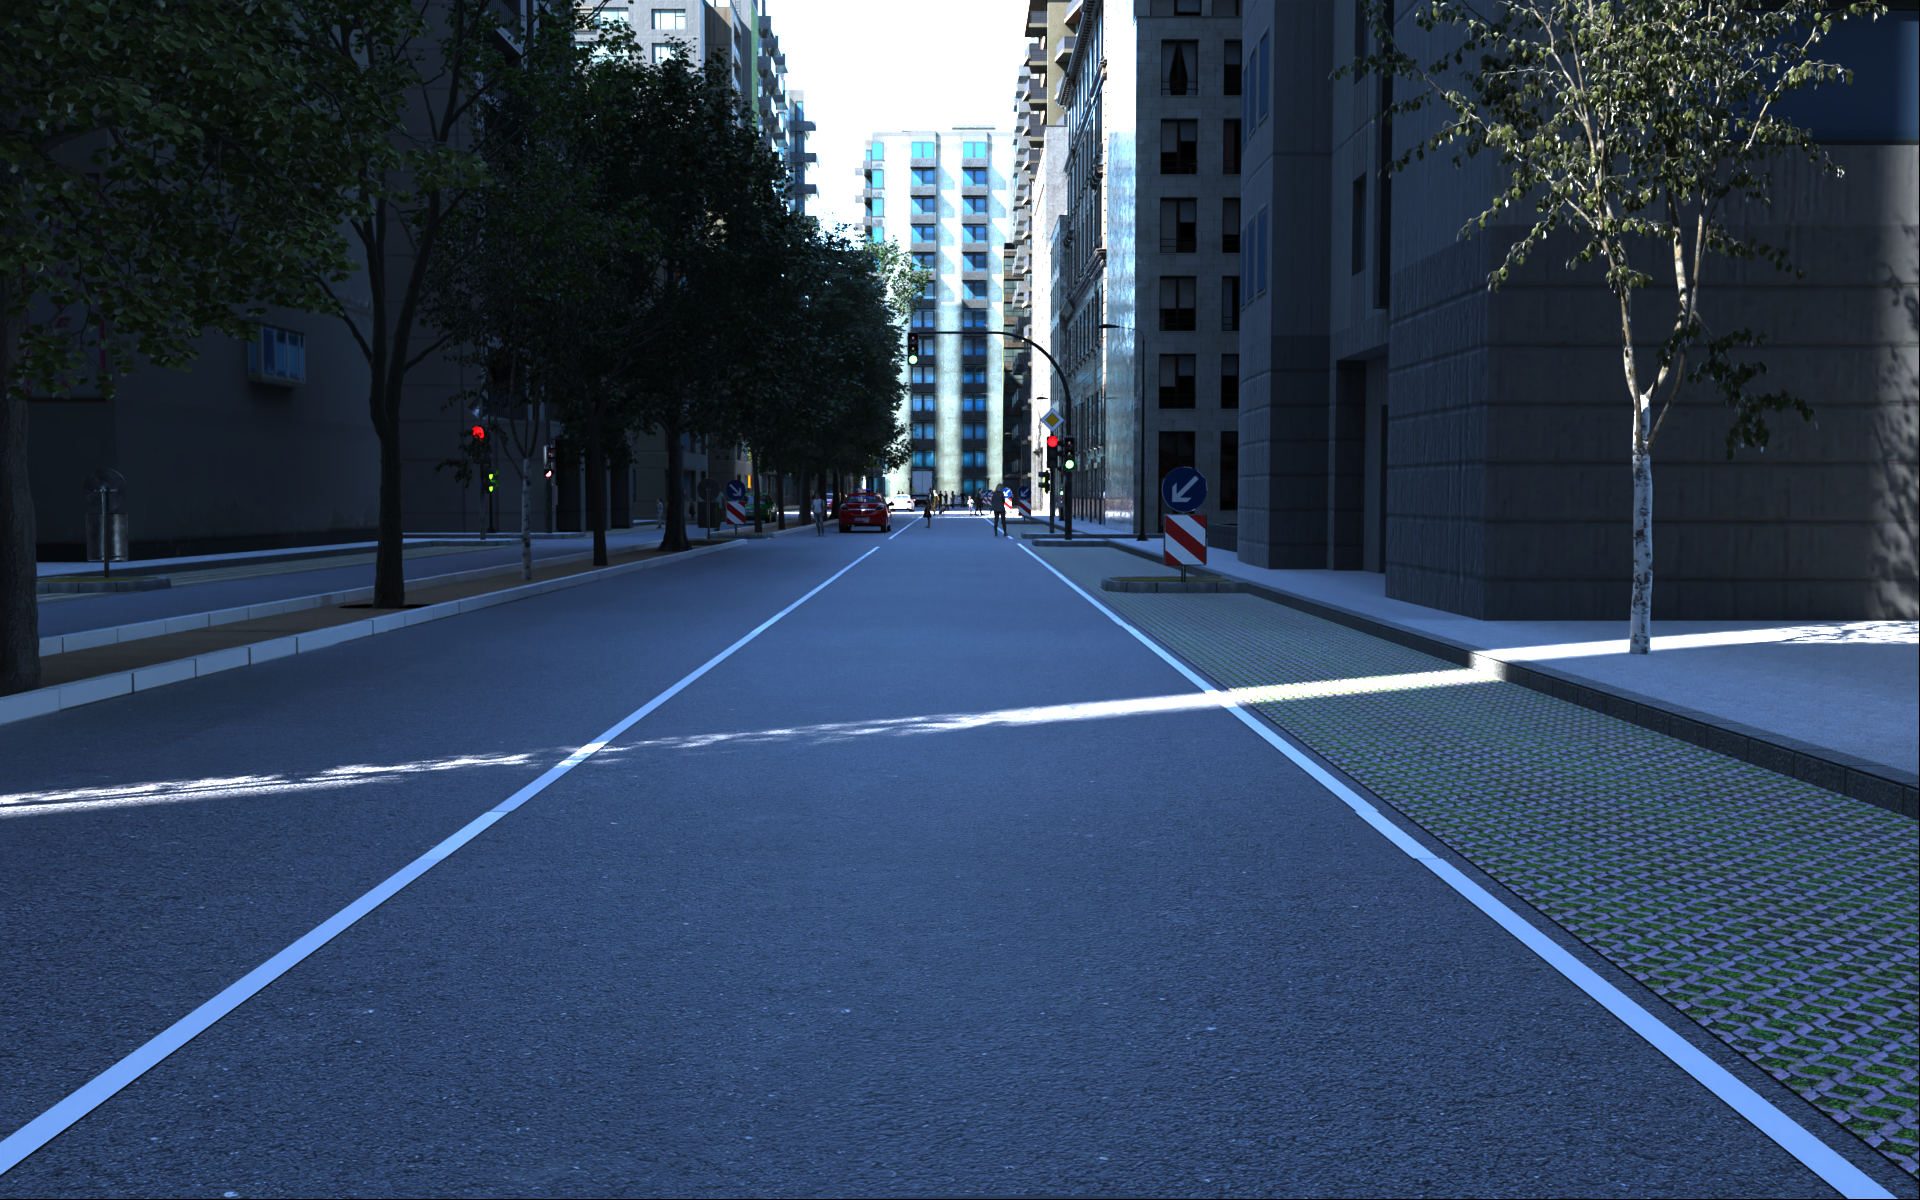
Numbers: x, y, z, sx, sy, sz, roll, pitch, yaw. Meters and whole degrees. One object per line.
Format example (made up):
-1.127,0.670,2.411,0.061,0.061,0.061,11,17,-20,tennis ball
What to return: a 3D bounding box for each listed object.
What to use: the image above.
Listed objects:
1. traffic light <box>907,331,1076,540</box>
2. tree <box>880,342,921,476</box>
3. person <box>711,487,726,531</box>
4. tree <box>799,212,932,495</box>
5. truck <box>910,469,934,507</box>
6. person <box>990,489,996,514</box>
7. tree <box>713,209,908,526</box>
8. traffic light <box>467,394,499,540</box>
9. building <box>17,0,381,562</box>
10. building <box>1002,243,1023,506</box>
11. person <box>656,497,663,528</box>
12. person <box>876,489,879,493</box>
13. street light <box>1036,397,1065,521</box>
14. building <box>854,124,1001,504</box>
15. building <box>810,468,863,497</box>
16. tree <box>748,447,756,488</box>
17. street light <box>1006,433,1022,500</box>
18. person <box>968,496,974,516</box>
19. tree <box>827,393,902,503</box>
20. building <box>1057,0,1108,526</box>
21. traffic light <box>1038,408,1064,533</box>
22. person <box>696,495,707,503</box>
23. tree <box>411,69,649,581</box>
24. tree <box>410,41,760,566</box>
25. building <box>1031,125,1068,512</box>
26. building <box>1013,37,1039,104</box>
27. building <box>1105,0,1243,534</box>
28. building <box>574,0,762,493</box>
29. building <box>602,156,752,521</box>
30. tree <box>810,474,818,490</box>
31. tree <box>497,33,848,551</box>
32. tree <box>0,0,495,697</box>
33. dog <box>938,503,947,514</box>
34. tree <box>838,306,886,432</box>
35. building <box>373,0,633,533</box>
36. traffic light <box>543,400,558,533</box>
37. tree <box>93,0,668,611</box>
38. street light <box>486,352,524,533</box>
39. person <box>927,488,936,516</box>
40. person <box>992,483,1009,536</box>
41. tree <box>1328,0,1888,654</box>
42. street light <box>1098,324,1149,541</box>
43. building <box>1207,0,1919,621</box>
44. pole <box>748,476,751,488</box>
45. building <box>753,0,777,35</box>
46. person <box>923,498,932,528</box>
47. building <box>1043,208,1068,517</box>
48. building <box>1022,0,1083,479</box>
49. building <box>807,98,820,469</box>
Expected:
0.921,-4.506,48.335,4.771,5.953,1.251,0,4,0,traffic light
-7.032,-10.920,98.012,9.611,12.733,9.660,0,3,0,tree
-9.285,-3.548,66.998,0.782,1.767,0.515,-3,5,-42,person
-8.622,-15.796,116.608,12.611,20.169,13.585,0,3,0,tree
-4.370,-12.842,198.874,2.839,4.237,11.283,0,4,-2,truck
2.233,-6.433,114.262,0.593,1.750,0.643,-2,4,-29,person
-7.063,-10.343,78.220,9.857,13.997,8.962,0,3,0,tree
-13.349,-3.638,48.410,0.839,4.253,0.868,0,4,0,traffic light
-26.326,-25.181,35.404,21.600,48.544,21.300,0,4,0,building
11.868,-26.209,200.213,14.160,30.474,14.107,0,4,0,building
-12.475,-3.607,71.753,0.425,1.301,0.394,2,4,34,person
-5.375,-6.279,111.552,0.834,1.777,0.661,0,4,-7,person
4.347,-6.750,82.895,1.470,5.913,1.316,0,4,0,street light
1.691,-37.149,226.996,30.456,49.044,23.786,0,4,0,building
-27.992,-23.501,229.276,28.899,21.520,27.650,0,4,0,building
-16.617,-10.885,128.335,4.737,8.622,4.395,0,3,0,tree
4.135,-9.730,131.620,1.470,5.913,1.316,0,4,0,street light
0.724,-6.256,115.061,0.425,1.301,0.394,0,4,2,person
-7.333,-11.384,106.715,7.486,12.596,7.792,0,3,0,tree
11.480,-17.408,81.887,12.463,27.353,25.104,0,4,0,building
2.984,-4.131,56.469,0.839,4.253,0.868,0,4,0,traffic light
-11.339,-4.104,75.805,0.606,1.804,0.583,2,4,29,person
-7.158,-4.631,28.539,4.360,8.622,3.978,0,3,0,tree
-7.144,-5.974,34.549,8.767,10.594,7.601,0,4,0,tree
11.468,-18.547,121.270,12.078,24.808,19.932,0,4,0,building
16.750,-34.112,177.334,23.786,49.044,30.456,0,4,0,building
13.996,-12.593,60.641,16.860,20.320,10.420,0,4,0,building
-23.729,-27.799,138.116,14.154,41.232,14.086,0,4,0,building
-27.583,-15.580,99.774,27.650,21.520,28.899,0,4,0,building
-15.913,-14.089,180.725,4.360,8.622,3.978,0,3,0,tree
-7.127,-7.566,43.174,9.611,12.733,9.660,0,3,0,tree
-6.888,-5.616,12.399,7.486,12.596,7.792,0,3,0,tree
-1.298,-6.445,122.209,0.513,0.831,0.800,-2,4,-28,dog
-6.949,-7.531,59.996,8.767,10.594,7.601,0,4,0,tree
-23.824,-38.369,65.577,20.563,71.187,20.611,0,4,0,building
-11.286,-5.001,56.437,4.771,5.953,1.251,0,4,0,traffic light
-7.038,-5.688,21.217,9.928,11.665,9.643,0,3,0,tree
-14.805,-5.134,56.481,1.470,5.913,1.316,0,4,0,street light
-1.858,-6.349,112.290,0.713,1.824,0.794,-2,4,-27,person
1.347,-3.086,59.138,0.537,1.800,0.526,3,4,37,person
5.282,-3.863,13.519,4.360,8.622,3.978,0,3,0,tree
4.473,-4.580,47.432,1.470,5.913,1.316,0,4,0,street light
15.739,-29.832,29.761,21.231,58.520,28.212,0,4,0,building
-15.201,-8.030,125.140,0.158,3.312,0.155,0,3,0,pole
-27.604,-33.057,160.093,23.786,49.044,30.456,0,4,0,building
-1.396,-3.703,73.711,0.373,1.253,0.362,0,4,-1,person
10.579,-15.186,103.041,10.420,20.320,16.860,0,4,0,building
16.582,-30.134,147.321,22.147,44.769,28.867,0,4,0,building
-31.330,-35.195,195.046,30.456,49.044,23.786,0,4,0,building
